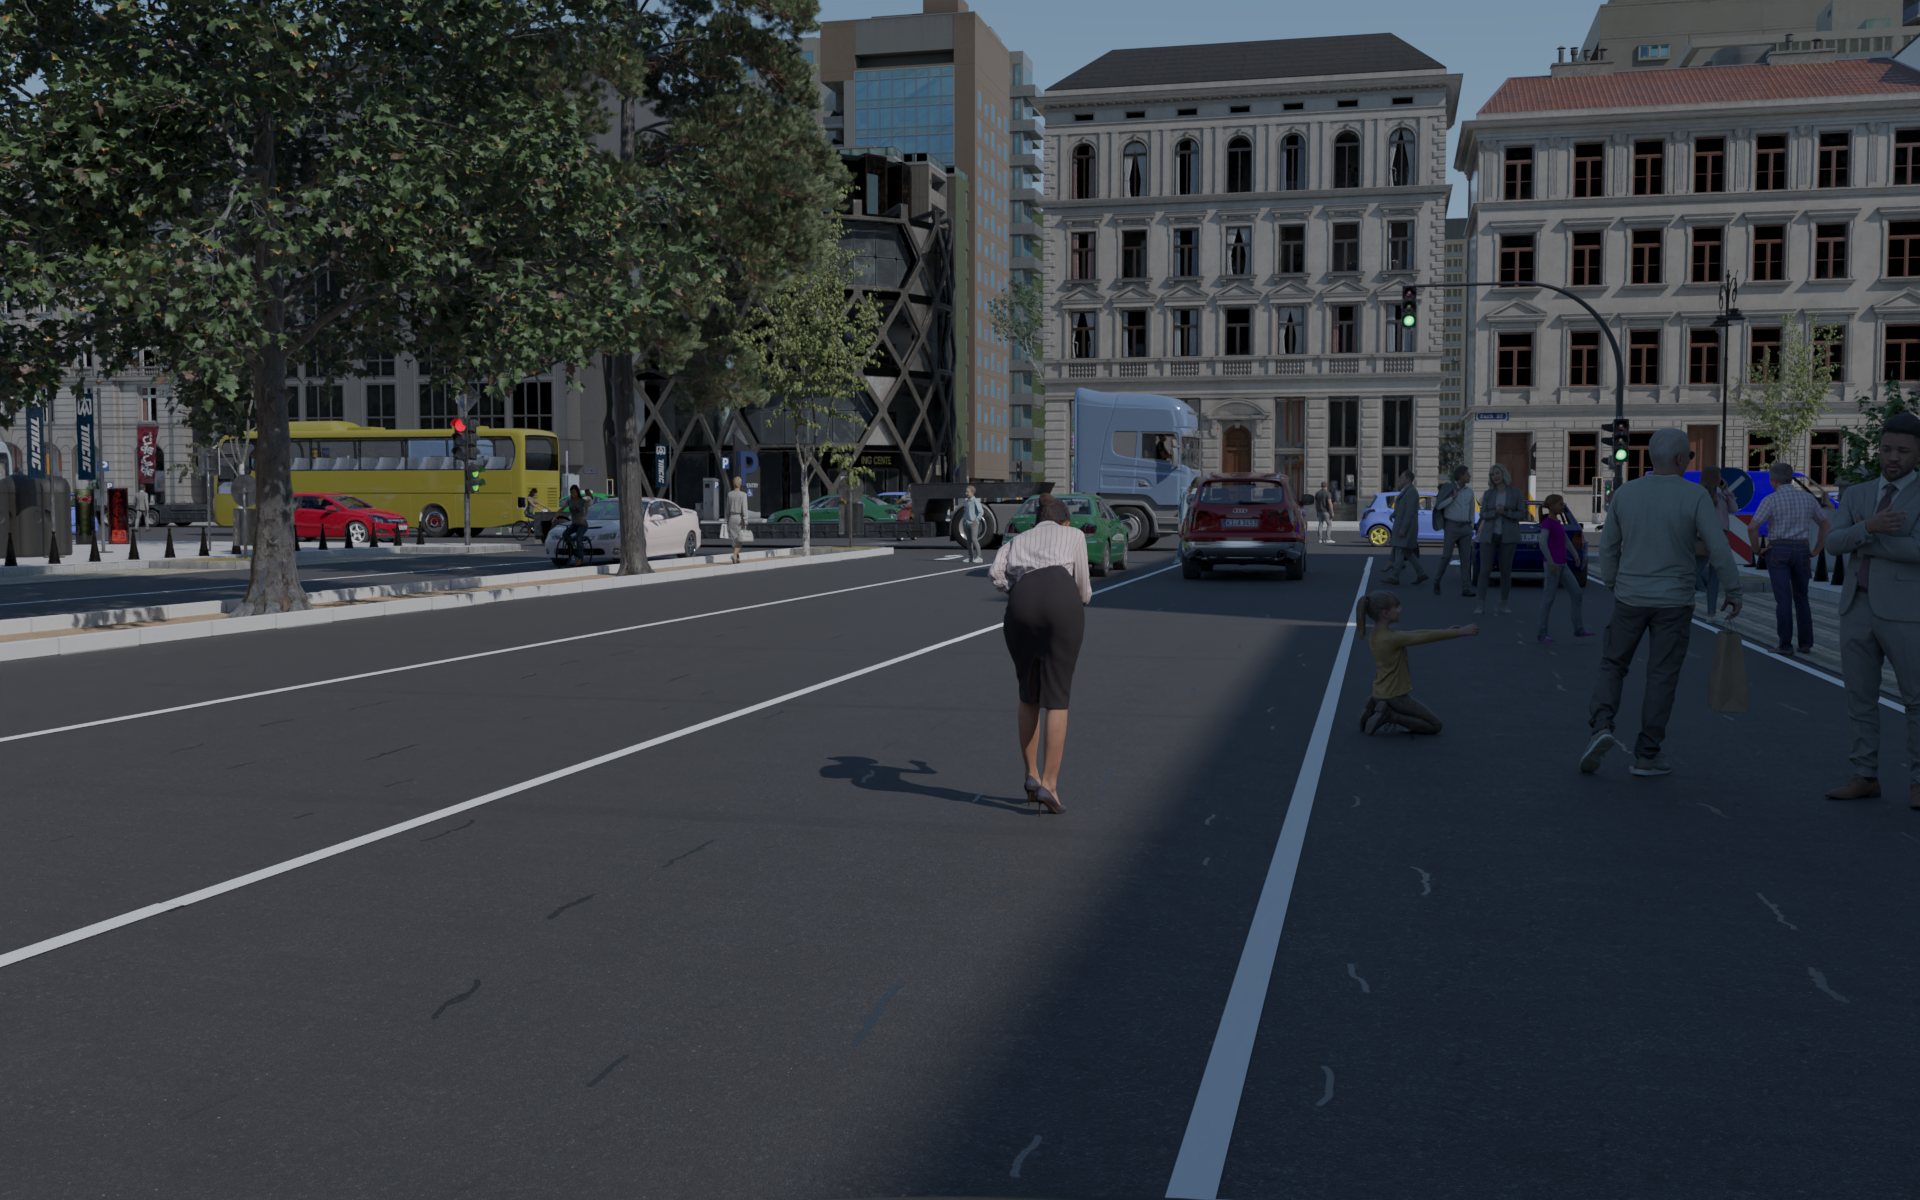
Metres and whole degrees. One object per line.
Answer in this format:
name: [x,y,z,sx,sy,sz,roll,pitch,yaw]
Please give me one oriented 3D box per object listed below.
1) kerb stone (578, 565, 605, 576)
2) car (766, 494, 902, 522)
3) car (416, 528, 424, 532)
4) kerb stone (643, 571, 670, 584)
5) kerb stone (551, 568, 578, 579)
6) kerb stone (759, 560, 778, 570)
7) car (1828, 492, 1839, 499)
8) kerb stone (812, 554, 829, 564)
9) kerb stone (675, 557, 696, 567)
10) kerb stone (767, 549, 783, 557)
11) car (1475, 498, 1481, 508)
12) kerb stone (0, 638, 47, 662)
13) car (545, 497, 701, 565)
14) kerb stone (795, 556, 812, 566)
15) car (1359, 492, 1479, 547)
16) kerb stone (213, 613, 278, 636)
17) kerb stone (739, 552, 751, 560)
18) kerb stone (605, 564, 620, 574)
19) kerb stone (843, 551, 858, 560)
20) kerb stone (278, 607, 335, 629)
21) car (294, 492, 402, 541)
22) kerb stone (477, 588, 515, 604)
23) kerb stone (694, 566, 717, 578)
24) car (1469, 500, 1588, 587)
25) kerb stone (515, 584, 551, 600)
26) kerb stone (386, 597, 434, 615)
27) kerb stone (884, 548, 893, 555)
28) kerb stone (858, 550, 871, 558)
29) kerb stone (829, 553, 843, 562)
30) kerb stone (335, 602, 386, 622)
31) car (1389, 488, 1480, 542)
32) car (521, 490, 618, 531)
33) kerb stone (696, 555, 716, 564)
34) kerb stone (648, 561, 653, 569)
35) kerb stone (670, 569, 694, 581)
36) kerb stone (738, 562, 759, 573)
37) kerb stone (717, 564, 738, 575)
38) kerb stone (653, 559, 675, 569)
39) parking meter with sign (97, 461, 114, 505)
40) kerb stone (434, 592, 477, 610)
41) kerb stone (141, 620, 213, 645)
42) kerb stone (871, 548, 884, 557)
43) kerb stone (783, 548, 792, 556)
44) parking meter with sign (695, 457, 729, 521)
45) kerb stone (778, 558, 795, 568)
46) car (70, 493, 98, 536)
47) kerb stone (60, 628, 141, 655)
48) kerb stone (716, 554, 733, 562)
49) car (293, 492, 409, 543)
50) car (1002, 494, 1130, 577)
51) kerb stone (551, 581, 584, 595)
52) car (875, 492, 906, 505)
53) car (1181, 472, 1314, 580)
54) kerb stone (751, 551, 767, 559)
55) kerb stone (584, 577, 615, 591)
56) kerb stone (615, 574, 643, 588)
kerb stone: [-6.550,-0.499,30.359,0.120,0.150,1.000,1,4,14]
car: [-4.183,-2.861,58.569,4.920,1.459,2.131,1,4,15]
car: [-22.038,-3.272,65.860,4.827,1.381,2.083,1,4,16]
kerb stone: [-4.974,-0.347,27.913,0.120,0.150,1.000,1,4,14]
kerb stone: [-6.792,-0.438,29.352,0.120,0.150,1.000,1,4,14]
kerb stone: [-3.745,-0.657,32.935,0.120,0.150,1.000,1,4,14]
car: [28.918,-2.915,57.248,3.694,1.707,1.945,1,4,12]
kerb stone: [-2.994,-0.840,35.925,0.120,0.150,1.000,1,4,14]
kerb stone: [-5.544,-0.745,34.369,0.120,0.150,1.000,1,4,14]
kerb stone: [-4.312,-1.052,39.388,0.120,0.150,1.000,1,4,14]
car: [16.884,-3.167,62.000,3.980,1.641,2.015,1,4,12]
kerb stone: [-8.200,0.445,14.922,0.120,0.150,1.000,1,4,14]
car: [-6.992,-1.467,36.352,2.083,1.381,4.827,1,4,13]
kerb stone: [-3.252,-0.779,34.928,0.120,0.150,1.000,1,4,14]
car: [12.730,-2.291,47.050,3.694,1.707,1.945,1,4,15]
kerb stone: [-7.456,0.261,17.929,0.120,0.150,1.000,1,4,14]
kerb stone: [-4.806,-0.929,37.392,0.120,0.150,1.000,1,4,14]
kerb stone: [-6.289,-0.560,31.364,0.120,0.150,1.000,1,4,14]
kerb stone: [-2.501,-0.962,37.926,0.120,0.150,1.000,1,4,14]
kerb stone: [-7.205,0.201,18.924,0.120,0.150,1.000,1,4,14]
car: [-19.451,-2.748,53.966,4.494,1.783,2.155,1,4,14]
kerb stone: [-6.220,-0.045,22.928,0.120,0.150,1.000,1,4,14]
kerb stone: [-4.490,-0.472,29.920,0.120,0.150,1.000,1,4,14]
car: [9.165,-0.954,28.181,1.945,1.354,3.894,1,4,14]
kerb stone: [-5.976,-0.106,23.927,0.120,0.150,1.000,1,4,14]
kerb stone: [-6.713,0.078,20.924,0.120,0.150,1.000,1,4,14]
kerb stone: [-1.768,-1.145,40.917,0.120,0.150,1.000,1,4,14]
kerb stone: [-2.258,-1.023,38.924,0.120,0.150,1.000,1,4,14]
kerb stone: [-2.758,-0.901,36.924,0.120,0.150,1.000,1,4,14]
kerb stone: [-6.963,0.142,19.922,0.120,0.150,1.000,1,4,14]
car: [14.148,-2.456,50.377,3.980,1.641,2.015,1,4,15]
car: [-13.924,-3.358,63.698,4.718,1.807,1.959,1,4,13]
kerb stone: [-5.290,-0.806,35.375,0.120,0.150,1.000,1,4,14]
kerb stone: [-6.044,-0.622,32.363,0.120,0.150,1.000,1,4,14]
kerb stone: [-4.732,-0.410,28.915,0.120,0.150,1.000,1,4,14]
kerb stone: [-3.995,-0.595,31.930,0.120,0.150,1.000,1,4,14]
kerb stone: [-4.244,-0.534,30.923,0.120,0.150,1.000,1,4,14]
kerb stone: [-5.801,-0.682,33.365,0.120,0.150,1.000,1,4,14]
parking meter with sign: [-44.461,-5.755,90.355,0.543,3.016,1.738,-3,5,-39]
kerb stone: [-6.461,0.018,21.928,0.120,0.150,1.000,1,4,14]
kerb stone: [-7.705,0.322,16.925,0.120,0.150,1.000,1,4,14]
kerb stone: [-2.016,-1.083,39.921,0.120,0.150,1.000,1,4,14]
kerb stone: [-4.062,-1.113,40.392,0.120,0.150,1.000,1,4,14]
parking meter with sign: [-11.878,-5.288,82.720,1.738,3.016,0.543,2,4,31]
kerb stone: [-3.500,-0.718,33.932,0.120,0.150,1.000,1,4,14]
car: [-27.401,-2.534,51.028,3.694,1.707,1.945,1,4,15]
kerb stone: [-7.951,0.384,15.918,0.120,0.150,1.000,1,4,14]
kerb stone: [-5.052,-0.868,36.383,0.120,0.150,1.000,1,4,14]
car: [-17.921,-2.471,49.440,4.494,1.783,2.155,1,4,13]
car: [1.967,-1.206,31.518,2.131,1.459,4.920,1,4,12]
kerb stone: [-5.724,-0.160,24.922,0.120,0.150,1.000,1,4,14]
car: [-2.569,-3.258,62.852,3.694,1.707,1.945,1,4,15]
car: [5.091,-1.343,30.632,2.281,1.827,5.304,1,4,12]
kerb stone: [-4.557,-0.990,38.388,0.120,0.150,1.000,1,4,14]
kerb stone: [-5.474,-0.226,25.921,0.120,0.150,1.000,1,4,14]
kerb stone: [-5.225,-0.289,26.917,0.120,0.150,1.000,1,4,14]
